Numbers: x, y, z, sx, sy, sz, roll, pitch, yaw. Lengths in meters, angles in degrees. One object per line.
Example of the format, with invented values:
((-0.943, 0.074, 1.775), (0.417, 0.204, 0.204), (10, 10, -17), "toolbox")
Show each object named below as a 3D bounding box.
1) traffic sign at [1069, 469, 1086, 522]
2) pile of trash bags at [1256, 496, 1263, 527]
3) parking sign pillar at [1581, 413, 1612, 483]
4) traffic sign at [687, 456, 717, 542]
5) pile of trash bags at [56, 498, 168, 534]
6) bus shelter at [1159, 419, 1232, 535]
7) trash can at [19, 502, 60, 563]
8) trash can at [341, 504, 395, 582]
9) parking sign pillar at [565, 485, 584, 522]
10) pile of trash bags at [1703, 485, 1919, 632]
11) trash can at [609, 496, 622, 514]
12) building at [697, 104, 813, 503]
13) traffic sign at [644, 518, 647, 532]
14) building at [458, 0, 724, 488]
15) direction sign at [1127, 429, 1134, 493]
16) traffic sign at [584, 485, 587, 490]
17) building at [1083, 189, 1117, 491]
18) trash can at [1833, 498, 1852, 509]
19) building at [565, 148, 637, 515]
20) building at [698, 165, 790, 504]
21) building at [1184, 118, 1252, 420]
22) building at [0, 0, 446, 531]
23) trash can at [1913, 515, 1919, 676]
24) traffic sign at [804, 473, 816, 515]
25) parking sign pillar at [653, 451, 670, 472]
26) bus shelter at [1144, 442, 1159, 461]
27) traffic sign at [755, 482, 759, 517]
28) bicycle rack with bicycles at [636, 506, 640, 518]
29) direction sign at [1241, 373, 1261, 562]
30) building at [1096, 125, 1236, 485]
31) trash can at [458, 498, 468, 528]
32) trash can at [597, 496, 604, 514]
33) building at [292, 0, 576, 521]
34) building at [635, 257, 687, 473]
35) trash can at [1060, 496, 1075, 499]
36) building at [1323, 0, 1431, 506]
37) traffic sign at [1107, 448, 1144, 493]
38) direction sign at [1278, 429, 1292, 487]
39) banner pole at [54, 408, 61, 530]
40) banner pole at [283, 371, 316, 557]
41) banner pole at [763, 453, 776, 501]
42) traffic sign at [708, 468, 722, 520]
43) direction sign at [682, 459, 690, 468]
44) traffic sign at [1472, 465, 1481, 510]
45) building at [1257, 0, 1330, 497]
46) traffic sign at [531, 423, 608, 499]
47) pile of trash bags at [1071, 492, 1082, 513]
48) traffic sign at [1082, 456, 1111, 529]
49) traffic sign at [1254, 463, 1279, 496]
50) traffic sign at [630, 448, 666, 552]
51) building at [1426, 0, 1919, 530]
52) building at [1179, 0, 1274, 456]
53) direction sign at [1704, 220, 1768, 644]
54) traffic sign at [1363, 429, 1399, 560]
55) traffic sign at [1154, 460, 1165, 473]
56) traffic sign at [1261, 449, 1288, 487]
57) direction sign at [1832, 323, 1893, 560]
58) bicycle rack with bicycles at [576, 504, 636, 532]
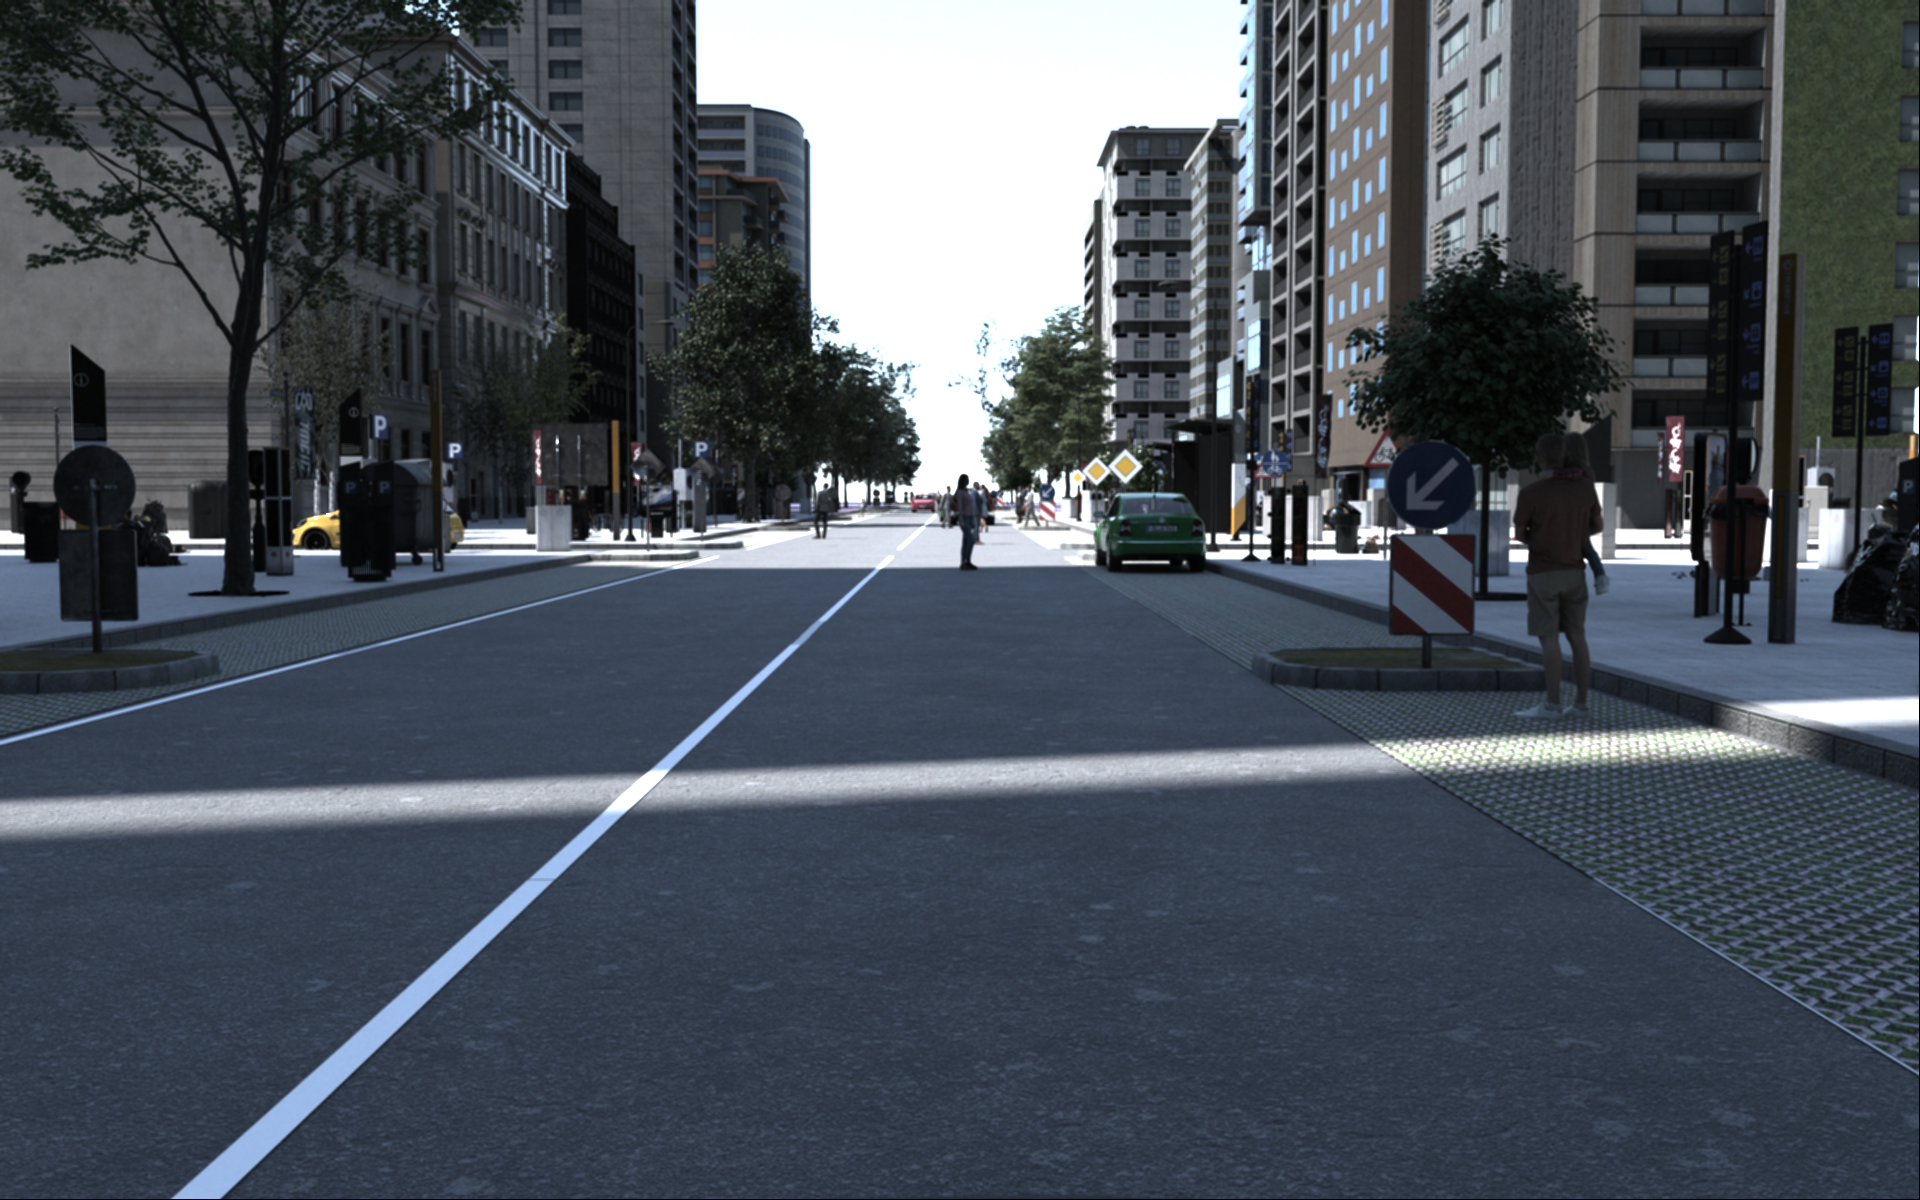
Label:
((5.392, -4.781, 79.350), (0.795, 2.450, 0.064), (1, 4, 9), "traffic sign")
((11.985, -3.602, 68.643), (3.447, 1.369, 1.912), (1, 4, 22), "pile of trash bags")
((20.989, -4.237, 57.748), (1.447, 3.967, 1.447), (-1, 4, -12), "parking sign pillar")
((-6.869, -2.595, 46.071), (0.795, 2.450, 0.064), (0, 3, 0), "traffic sign")
((-27.511, -2.847, 56.299), (3.447, 1.369, 1.912), (-1, 4, -12), "pile of trash bags")
((7.948, -4.057, 57.616), (1.731, 3.624, 6.357), (0, 3, 0), "bus shelter")
((-17.244, -1.278, 32.541), (0.748, 1.137, 0.748), (0, 3, 0), "trash can")
((-8.679, -0.843, 25.438), (0.748, 1.137, 0.748), (0, 3, 0), "trash can")
((-17.514, -5.521, 78.747), (1.447, 3.967, 1.447), (1, 4, 12), "parking sign pillar")
((9.047, -0.430, 16.778), (3.447, 1.369, 1.912), (1, 4, 13), "pile of trash bags")
((-20.568, -5.615, 103.460), (0.748, 1.137, 0.748), (0, 3, 0), "trash can")
((-34.054, -44.020, 261.724), (21.231, 58.520, 28.212), (0, 3, 0), "building")
((-10.683, -3.587, 58.748), (0.768, 2.556, 0.104), (0, 4, 2), "traffic sign")
((-32.772, -44.078, 158.925), (20.563, 71.187, 20.611), (0, 3, 0), "building")
((5.951, -4.184, 60.410), (0.379, 3.537, 0.876), (0, 4, -8), "direction sign")
((-11.910, -3.362, 55.072), (0.768, 2.556, 0.104), (0, 4, 6), "traffic sign")
((30.588, -39.479, 269.181), (21.300, 48.544, 21.600), (0, 3, 0), "building")
((30.231, -2.927, 59.516), (0.748, 1.137, 0.748), (0, 3, 0), "trash can")
((-28.786, -17.340, 113.191), (12.332, 23.373, 15.834), (0, 3, 0), "building")
((-34.635, -35.377, 233.039), (22.147, 44.769, 28.867), (0, 3, 0), "building")
((35.850, -29.304, 170.996), (32.217, 40.220, 23.993), (0, 3, 0), "building")
((-29.032, -14.281, 69.652), (11.583, 22.565, 21.152), (0, 3, 0), "building")
((6.709, 0.012, 11.450), (0.748, 1.137, 0.748), (0, 3, 0), "trash can")
((-9.014, -6.357, 104.042), (0.768, 2.556, 0.104), (0, 4, 4), "traffic sign")
((-18.673, -7.345, 108.566), (1.447, 3.967, 1.447), (2, 4, 29), "parking sign pillar")
((9.533, -5.495, 81.132), (1.731, 3.624, 6.357), (0, 3, 0), "bus shelter")
((-11.069, -5.804, 94.896), (0.884, 2.594, 0.081), (0, 4, 7), "traffic sign")
((-18.214, -4.926, 93.920), (2.925, 0.926, 2.852), (0, 4, -5), "bicycle rack with bicycles")
((5.567, -2.508, 33.005), (0.379, 3.537, 0.876), (0, 4, -6), "direction sign")
((34.466, -40.070, 244.390), (28.713, 52.752, 27.495), (0, 3, 0), "building")
((-18.177, -3.125, 62.748), (0.748, 1.137, 0.748), (0, 3, 0), "trash can")
((-21.854, -5.776, 106.095), (0.748, 1.137, 0.748), (0, 3, 0), "trash can")
((-29.348, -18.066, 92.639), (12.463, 27.353, 25.104), (0, 3, 0), "building")
((-37.398, -17.779, 135.729), (27.650, 21.520, 28.899), (0, 3, 0), "building")
((6.891, -6.173, 112.585), (0.748, 1.137, 0.748), (0, 3, 0), "trash can")
((26.394, -26.597, 84.980), (14.600, 45.320, 14.200), (0, 3, 0), "building")
((3.631, -2.106, 38.072), (0.795, 2.450, 0.064), (0, 3, 0), "traffic sign")
((11.368, -4.198, 60.629), (0.379, 3.537, 0.876), (-1, 4, -21), "direction sign")
((-26.209, -3.692, 50.387), (0.401, 3.779, 0.863), (-1, 4, -20), "banner pole")
((-13.533, -2.778, 35.430), (0.401, 3.779, 0.863), (3, 4, 38), "banner pole")
((-9.752, -5.993, 87.998), (0.863, 3.779, 0.401), (1, 4, 13), "banner pole")
((-12.007, -5.161, 84.483), (0.768, 2.556, 0.104), (0, 4, 8), "traffic sign")
((-13.644, -5.746, 85.949), (0.379, 3.537, 0.876), (-3, 4, -39), "direction sign")
((8.519, -1.686, 28.749), (0.795, 2.450, 0.064), (0, 4, 4), "traffic sign")
((29.704, -41.058, 109.550), (20.563, 71.187, 20.611), (0, 3, 0), "building")
((-11.268, -3.428, 49.920), (2.265, 3.308, 0.079), (0, 4, 6), "traffic sign")
((8.111, -6.600, 117.661), (1.912, 1.369, 3.447), (0, 4, -6), "pile of trash bags")
((3.626, -2.594, 46.057), (0.795, 2.450, 0.064), (0, 3, 0), "traffic sign")
((10.177, -3.532, 57.746), (0.884, 2.594, 0.081), (0, 4, 8), "traffic sign")
((-6.863, -2.107, 38.086), (0.795, 2.450, 0.064), (0, 3, 0), "traffic sign")
((26.856, -23.435, 66.760), (14.086, 41.232, 14.154), (0, 3, 0), "building")
((31.210, -50.669, 141.101), (22.319, 86.520, 31.000), (0, 3, 0), "building")
((6.630, -1.398, 14.854), (0.379, 3.537, 0.876), (0, 4, -5), "direction sign")
((8.315, -2.068, 33.814), (0.884, 2.594, 0.081), (0, 4, 6), "traffic sign")
((7.312, -3.967, 64.964), (0.768, 2.556, 0.104), (0, 4, 2), "traffic sign")
((8.954, -3.011, 49.332), (0.768, 2.556, 0.104), (0, 4, 6), "traffic sign")
((12.172, -1.923, 23.433), (0.379, 3.537, 0.876), (-1, 4, -23), "direction sign")
((-12.768, -2.762, 58.534), (2.852, 0.926, 2.925), (-1, 4, -23), "bicycle rack with bicycles")
